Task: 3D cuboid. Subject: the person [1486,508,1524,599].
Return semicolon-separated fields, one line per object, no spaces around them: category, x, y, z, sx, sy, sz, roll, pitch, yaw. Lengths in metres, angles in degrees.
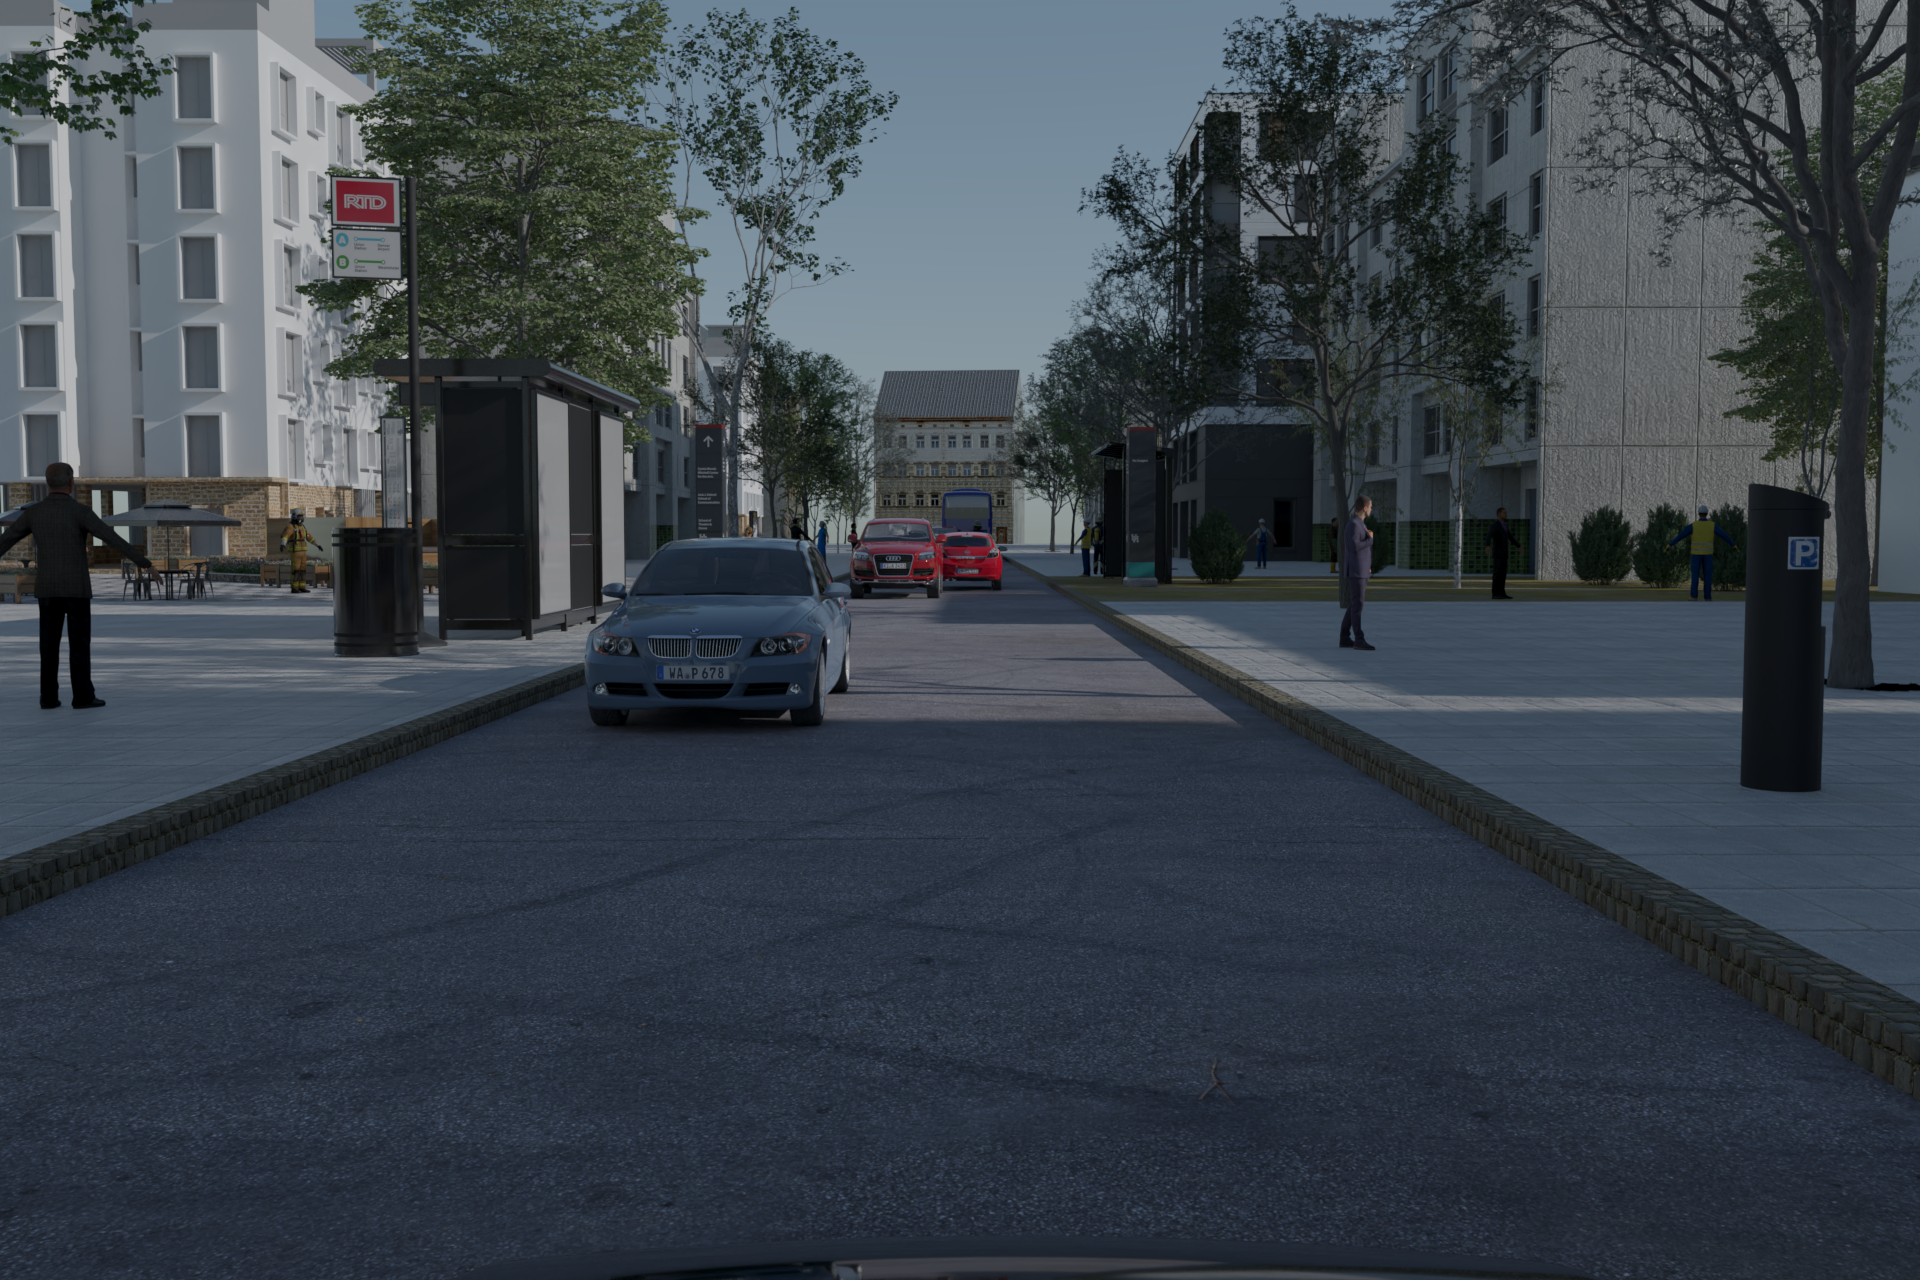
person;10.682;-1.708;34.143;1.346;1.802;0.704;-3;5;-43

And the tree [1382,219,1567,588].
tree;11.597;-5.542;40.970;4.360;8.622;3.978;0;3;0

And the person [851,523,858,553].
person;-4.331;-3.997;72.078;0.721;1.740;1.216;0;4;-8

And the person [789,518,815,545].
person;-5.584;-3.237;58.866;1.347;1.837;0.705;1;4;20

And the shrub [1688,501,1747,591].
shrub;17.291;-2.114;38.980;1.690;2.028;1.600;0;3;0

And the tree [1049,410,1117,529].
tree;7.299;-9.118;99.434;4.360;8.622;3.978;0;3;0

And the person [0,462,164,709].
person;-6.588;-0.402;12.759;1.348;1.807;0.705;0;4;-2

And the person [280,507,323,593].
person;-14.336;-1.945;37.566;0.705;1.858;1.354;1;4;17

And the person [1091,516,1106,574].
person;4.443;-3.015;55.069;1.354;1.856;0.705;2;4;27

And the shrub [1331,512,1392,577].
shrub;11.813;-2.868;50.929;1.661;2.075;1.752;0;3;0

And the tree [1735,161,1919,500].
tree;16.600;-5.109;33.900;4.360;8.622;3.978;0;3;0

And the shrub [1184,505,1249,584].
shrub;6.613;-2.457;44.592;1.690;2.028;1.600;0;3;0

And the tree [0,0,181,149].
tree;-8.042;-5.228;11.240;9.928;11.665;9.643;0;3;0

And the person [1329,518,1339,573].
person;12.314;-3.102;56.855;0.704;1.812;1.346;1;4;19

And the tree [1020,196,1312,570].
tree;7.419;-9.286;62.201;12.009;13.543;11.850;0;3;0

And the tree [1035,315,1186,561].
tree;7.106;-9.546;81.835;9.928;11.665;9.643;0;3;0

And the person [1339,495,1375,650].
person;4.444;-0.755;19.311;0.530;1.710;0.541;2;4;33

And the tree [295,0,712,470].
tree;-8.290;-6.989;32.390;7.486;12.596;7.792;0;3;0

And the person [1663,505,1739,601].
person;14.202;-1.663;33.161;1.349;1.833;0.705;1;4;16

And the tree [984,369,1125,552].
tree;6.853;-13.117;124.840;12.009;13.543;11.850;0;3;0

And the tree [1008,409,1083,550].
tree;7.481;-12.944;137.386;9.928;11.665;9.643;0;3;0

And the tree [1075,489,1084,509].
tree;18.510;-18.202;223.364;9.928;11.665;9.643;0;3;0

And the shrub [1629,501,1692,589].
shrub;16.724;-2.263;41.036;1.661;2.075;1.752;0;3;0

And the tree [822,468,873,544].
tree;-14.984;-18.100;230.351;7.601;10.594;8.767;1;4;8

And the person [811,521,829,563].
person;-5.524;-3.849;69.066;0.704;1.817;1.347;-2;4;-33

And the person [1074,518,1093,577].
person;3.715;-2.784;51.983;0.721;1.772;1.216;2;4;27

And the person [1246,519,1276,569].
person;11.127;-3.552;63.928;1.347;1.847;0.705;-1;4;-21

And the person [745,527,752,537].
person;-4.333;-1.624;35.820;0.991;1.433;0.599;1;4;15

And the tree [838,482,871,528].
tree;-13.681;-16.699;223.388;4.737;8.622;4.395;0;3;0

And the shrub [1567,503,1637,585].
shrub;16.176;-2.417;43.560;1.661;2.075;1.752;0;3;0

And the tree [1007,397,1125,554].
tree;7.141;-10.772;110.535;8.767;10.594;7.601;0;4;4

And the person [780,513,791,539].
person;-4.374;-2.305;43.811;0.705;1.813;1.348;-1;4;-9

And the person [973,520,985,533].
person;0.519;-2.713;52.600;1.354;1.856;0.705;-2;4;-30

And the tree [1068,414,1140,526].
tree;7.227;-8.555;90.233;4.360;8.622;3.978;0;3;0

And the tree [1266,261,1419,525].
tree;10.457;-5.901;46.849;4.360;8.622;3.978;0;3;0

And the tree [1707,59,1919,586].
tree;22.543;-7.616;42.653;7.486;12.596;7.792;0;3;0

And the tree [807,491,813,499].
tree;-21.171;-16.813;225.258;4.737;8.622;4.395;0;3;0

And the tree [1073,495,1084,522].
tree;17.080;-17.162;230.962;4.737;8.622;4.395;0;3;0
